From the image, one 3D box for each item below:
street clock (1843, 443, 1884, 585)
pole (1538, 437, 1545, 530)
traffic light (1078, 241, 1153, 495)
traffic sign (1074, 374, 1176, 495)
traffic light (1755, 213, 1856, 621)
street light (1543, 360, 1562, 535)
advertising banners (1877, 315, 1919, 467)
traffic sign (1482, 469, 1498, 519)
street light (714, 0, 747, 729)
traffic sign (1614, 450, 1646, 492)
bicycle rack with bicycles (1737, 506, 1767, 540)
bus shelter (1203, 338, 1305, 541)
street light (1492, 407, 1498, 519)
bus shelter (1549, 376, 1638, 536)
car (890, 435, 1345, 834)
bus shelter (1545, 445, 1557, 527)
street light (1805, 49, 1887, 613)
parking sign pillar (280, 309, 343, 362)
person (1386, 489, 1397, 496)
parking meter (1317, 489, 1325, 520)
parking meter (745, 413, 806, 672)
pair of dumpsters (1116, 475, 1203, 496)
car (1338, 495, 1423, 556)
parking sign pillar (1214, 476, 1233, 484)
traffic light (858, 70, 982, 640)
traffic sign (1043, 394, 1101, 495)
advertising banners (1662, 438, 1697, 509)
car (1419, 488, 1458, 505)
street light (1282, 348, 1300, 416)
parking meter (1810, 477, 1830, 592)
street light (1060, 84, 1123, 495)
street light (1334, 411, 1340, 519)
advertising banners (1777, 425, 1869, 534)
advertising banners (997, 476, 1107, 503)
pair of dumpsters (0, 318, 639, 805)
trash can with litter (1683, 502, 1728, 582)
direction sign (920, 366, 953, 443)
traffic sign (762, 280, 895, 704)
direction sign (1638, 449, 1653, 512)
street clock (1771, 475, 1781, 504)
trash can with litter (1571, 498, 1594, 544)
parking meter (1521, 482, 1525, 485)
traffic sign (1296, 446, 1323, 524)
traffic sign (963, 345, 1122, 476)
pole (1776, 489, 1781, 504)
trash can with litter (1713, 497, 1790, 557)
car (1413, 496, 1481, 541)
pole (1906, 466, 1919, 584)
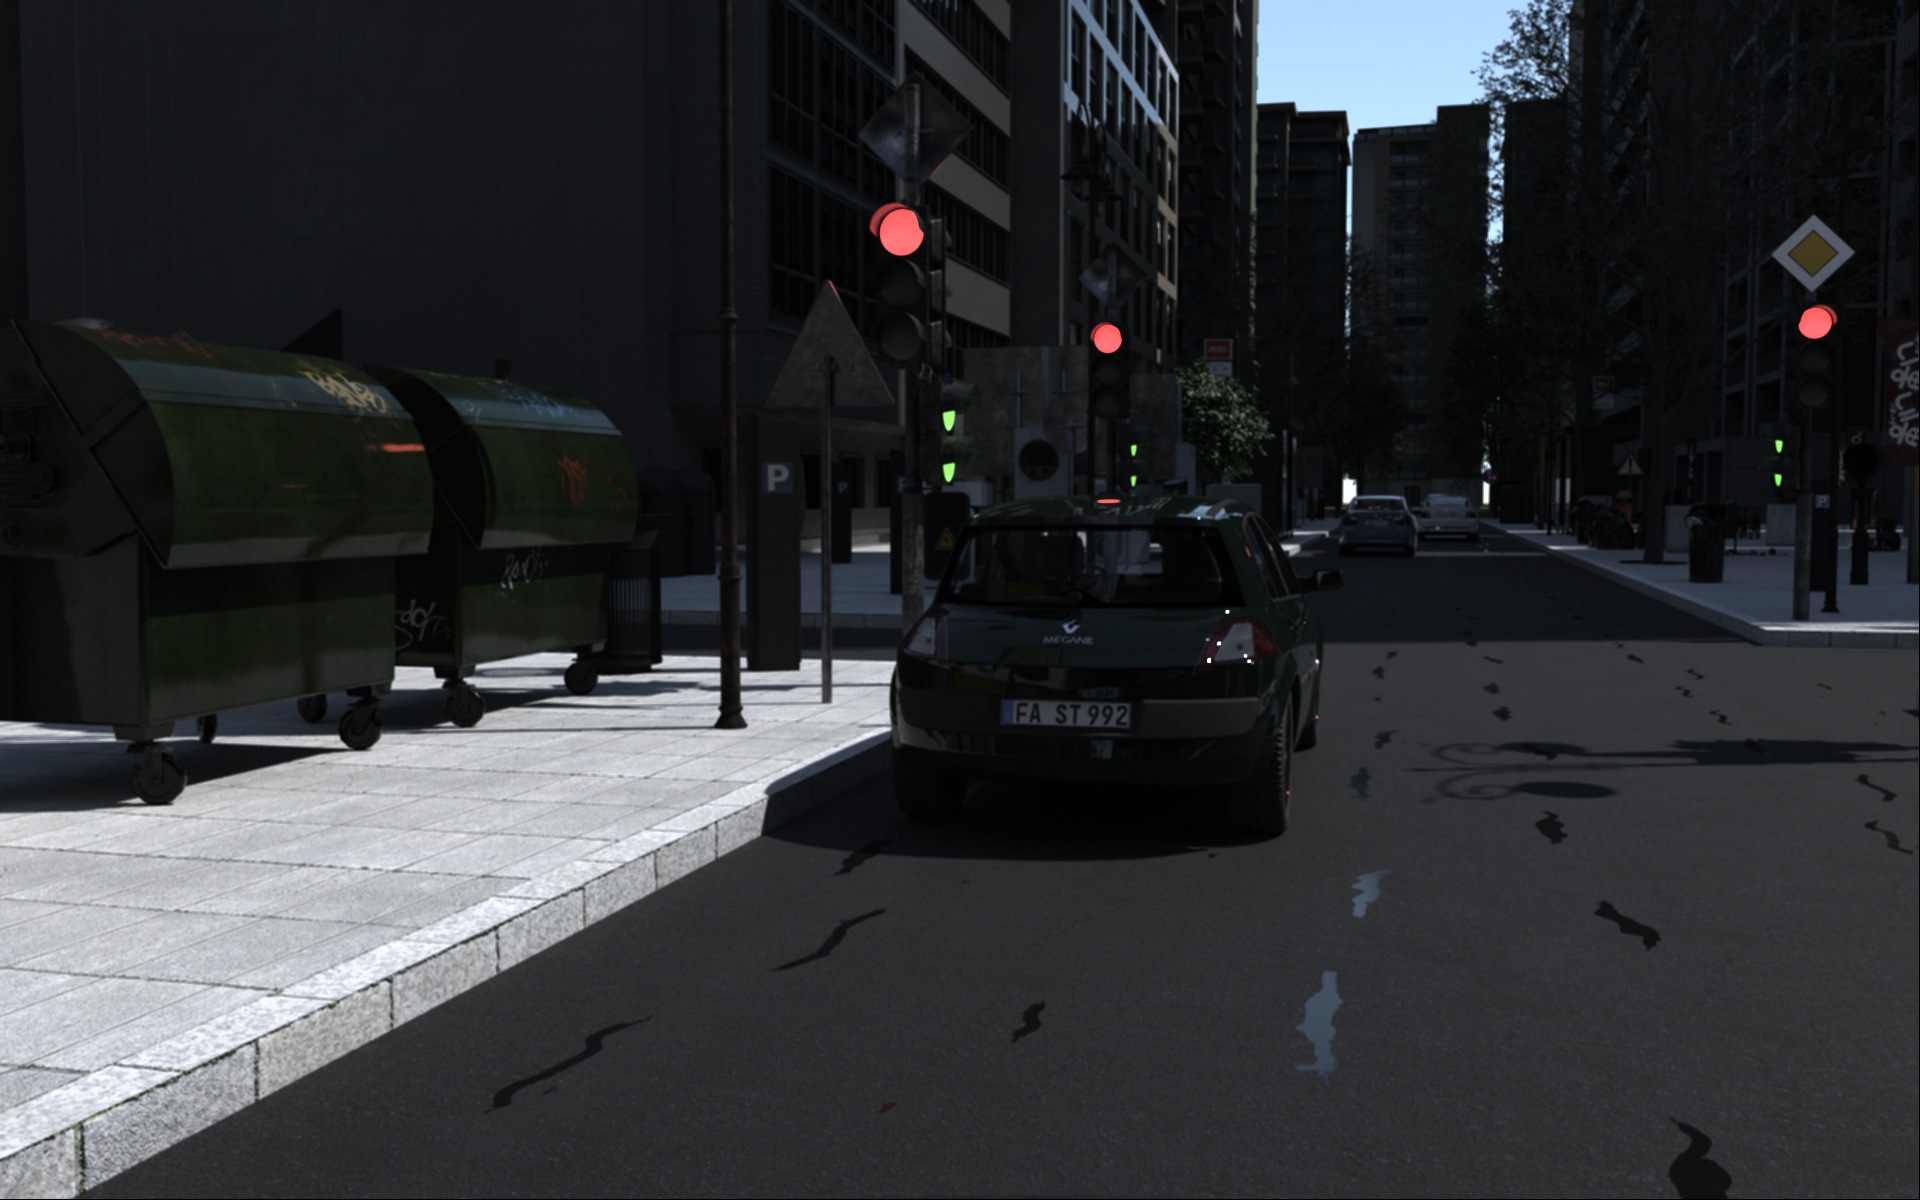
[{"bbox_3d":[12.731,-1.216,24.460,0.471,2.002,0.358,3,5,44],"label":"street clock"},{"bbox_3d":[20.921,-4.187,62.300,0.158,3.312,0.155,0,3,0],"label":"pole"},{"bbox_3d":[1.703,-1.856,19.270,0.839,4.253,0.868,1,4,14],"label":"traffic light"},{"bbox_3d":[2.545,-2.185,29.602,2.265,3.308,0.079,1,4,15],"label":"traffic sign"},{"bbox_3d":[8.543,-1.749,17.522,0.839,4.253,0.868,1,4,14],"label":"traffic light"},{"bbox_3d":[18.326,-4.948,53.694,0.468,5.910,1.993,1,4,14],"label":"street light"},{"bbox_3d":[9.858,-1.245,16.542,2.074,3.025,0.090,3,5,39],"label":"advertising banners"},{"bbox_3d":[26.744,-5.338,87.378,0.768,2.556,0.104,1,4,19],"label":"traffic sign"},{"bbox_3d":[-1.260,-2.236,9.347,0.468,5.910,1.993,1,4,14],"label":"street light"},{"bbox_3d":[19.822,-3.135,51.259,0.884,2.594,0.081,1,4,16],"label":"traffic sign"},{"bbox_3d":[22.184,-2.254,50.230,2.852,0.926,2.925,3,5,40],"label":"bicycle rack with bicycles"},{"bbox_3d":[7.999,-4.248,47.082,2.179,5.291,8.768,1,4,15],"label":"bus shelter"},{"bbox_3d":[27.679,-7.135,89.444,0.468,5.910,1.993,1,4,14],"label":"street light"},{"bbox_3d":[20.531,-4.834,56.662,2.179,5.291,8.768,1,4,14],"label":"bus shelter"},{"bbox_3d":[0.919,0.058,8.838,2.009,1.686,4.222,1,4,14],"label":"car"},{"bbox_3d":[23.199,-4.385,65.617,2.014,3.302,5.546,1,4,15],"label":"bus shelter"},{"bbox_3d":[9.446,-2.803,18.618,0.468,5.910,1.993,1,4,14],"label":"street light"},{"bbox_3d":[-9.658,-2.265,25.510,1.447,3.967,1.447,0,4,5],"label":"parking sign pillar"},{"bbox_3d":[27.243,-6.126,109.459,0.742,1.727,0.445,1,4,17],"label":"person"},{"bbox_3d":[18.193,-4.824,87.284,0.372,1.533,0.369,0,3,0],"label":"parking meter"},{"bbox_3d":[-1.344,-0.421,12.600,0.399,1.863,0.255,-1,4,-21],"label":"parking meter"},{"bbox_3d":[3.931,-1.998,35.154,1.574,2.255,4.437,1,4,14],"label":"pair of dumpsters"},{"bbox_3d":[10.052,-1.805,41.522,2.014,1.417,4.499,1,4,16],"label":"car"},{"bbox_3d":[9.181,-4.260,58.117,1.447,3.967,1.447,1,4,14],"label":"parking sign pillar"},{"bbox_3d":[-0.298,-1.383,11.538,0.839,4.253,0.868,1,4,14],"label":"traffic light"},{"bbox_3d":[1.411,-1.348,22.143,0.768,2.556,0.104,1,4,22],"label":"traffic sign"},{"bbox_3d":[22.949,-3.620,55.372,0.090,3.025,2.074,0,4,-7],"label":"advertising banners"},{"bbox_3d":[20.922,-4.056,75.104,1.959,1.807,4.718,1,4,16],"label":"car"},{"bbox_3d":[10.504,-5.030,55.024,0.468,5.910,1.993,1,4,14],"label":"street light"},{"bbox_3d":[11.349,-0.883,22.856,0.372,1.533,0.369,0,3,0],"label":"parking meter"},{"bbox_3d":[1.528,-2.894,20.111,0.468,5.910,1.993,1,4,14],"label":"street light"},{"bbox_3d":[19.575,-7.164,89.912,0.468,5.910,1.993,1,4,14],"label":"street light"},{"bbox_3d":[22.152,-2.954,44.493,2.074,3.025,0.090,2,4,29],"label":"advertising banners"},{"bbox_3d":[1.631,-1.945,27.992,2.074,3.025,0.090,1,4,10],"label":"advertising banners"},{"bbox_3d":[-3.323,-0.407,9.152,1.574,2.255,4.437,1,4,15],"label":"pair of dumpsters"},{"bbox_3d":[10.853,-0.854,25.356,0.624,1.170,1.055,1,4,16],"label":"trash can with litter"},{"bbox_3d":[-0.508,-2.362,30.619,0.876,3.537,0.379,-2,4,-33],"label":"direction sign"},{"bbox_3d":[-0.816,-0.645,10.550,0.884,2.594,0.081,1,4,21],"label":"traffic sign"},{"bbox_3d":[34.304,-5.793,86.705,0.876,3.537,0.379,-1,4,-15],"label":"direction sign"},{"bbox_3d":[28.178,-3.367,59.614,0.471,2.002,0.358,3,4,39],"label":"street clock"},{"bbox_3d":[16.352,-2.032,44.610,1.055,1.170,0.624,-1,4,-10],"label":"trash can with litter"},{"bbox_3d":[28.476,-4.997,87.404,0.255,1.863,0.399,1,4,8],"label":"parking meter"},{"bbox_3d":[14.231,-4.860,73.335,2.265,3.308,0.079,2,4,24],"label":"traffic sign"},{"bbox_3d":[1.113,-1.832,23.831,2.265,3.308,0.079,1,4,19],"label":"traffic sign"},{"bbox_3d":[31.218,-4.415,66.032,0.158,3.312,0.155,0,3,0],"label":"pole"},{"bbox_3d":[16.475,-1.547,36.355,2.233,1.210,1.678,0,4,-4],"label":"trash can with litter"},{"bbox_3d":[15.224,-2.557,54.167,2.083,1.381,4.827,1,4,15],"label":"car"},{"bbox_3d":[13.645,-1.884,24.654,0.158,3.312,0.155,0,3,0],"label":"pole"}]
